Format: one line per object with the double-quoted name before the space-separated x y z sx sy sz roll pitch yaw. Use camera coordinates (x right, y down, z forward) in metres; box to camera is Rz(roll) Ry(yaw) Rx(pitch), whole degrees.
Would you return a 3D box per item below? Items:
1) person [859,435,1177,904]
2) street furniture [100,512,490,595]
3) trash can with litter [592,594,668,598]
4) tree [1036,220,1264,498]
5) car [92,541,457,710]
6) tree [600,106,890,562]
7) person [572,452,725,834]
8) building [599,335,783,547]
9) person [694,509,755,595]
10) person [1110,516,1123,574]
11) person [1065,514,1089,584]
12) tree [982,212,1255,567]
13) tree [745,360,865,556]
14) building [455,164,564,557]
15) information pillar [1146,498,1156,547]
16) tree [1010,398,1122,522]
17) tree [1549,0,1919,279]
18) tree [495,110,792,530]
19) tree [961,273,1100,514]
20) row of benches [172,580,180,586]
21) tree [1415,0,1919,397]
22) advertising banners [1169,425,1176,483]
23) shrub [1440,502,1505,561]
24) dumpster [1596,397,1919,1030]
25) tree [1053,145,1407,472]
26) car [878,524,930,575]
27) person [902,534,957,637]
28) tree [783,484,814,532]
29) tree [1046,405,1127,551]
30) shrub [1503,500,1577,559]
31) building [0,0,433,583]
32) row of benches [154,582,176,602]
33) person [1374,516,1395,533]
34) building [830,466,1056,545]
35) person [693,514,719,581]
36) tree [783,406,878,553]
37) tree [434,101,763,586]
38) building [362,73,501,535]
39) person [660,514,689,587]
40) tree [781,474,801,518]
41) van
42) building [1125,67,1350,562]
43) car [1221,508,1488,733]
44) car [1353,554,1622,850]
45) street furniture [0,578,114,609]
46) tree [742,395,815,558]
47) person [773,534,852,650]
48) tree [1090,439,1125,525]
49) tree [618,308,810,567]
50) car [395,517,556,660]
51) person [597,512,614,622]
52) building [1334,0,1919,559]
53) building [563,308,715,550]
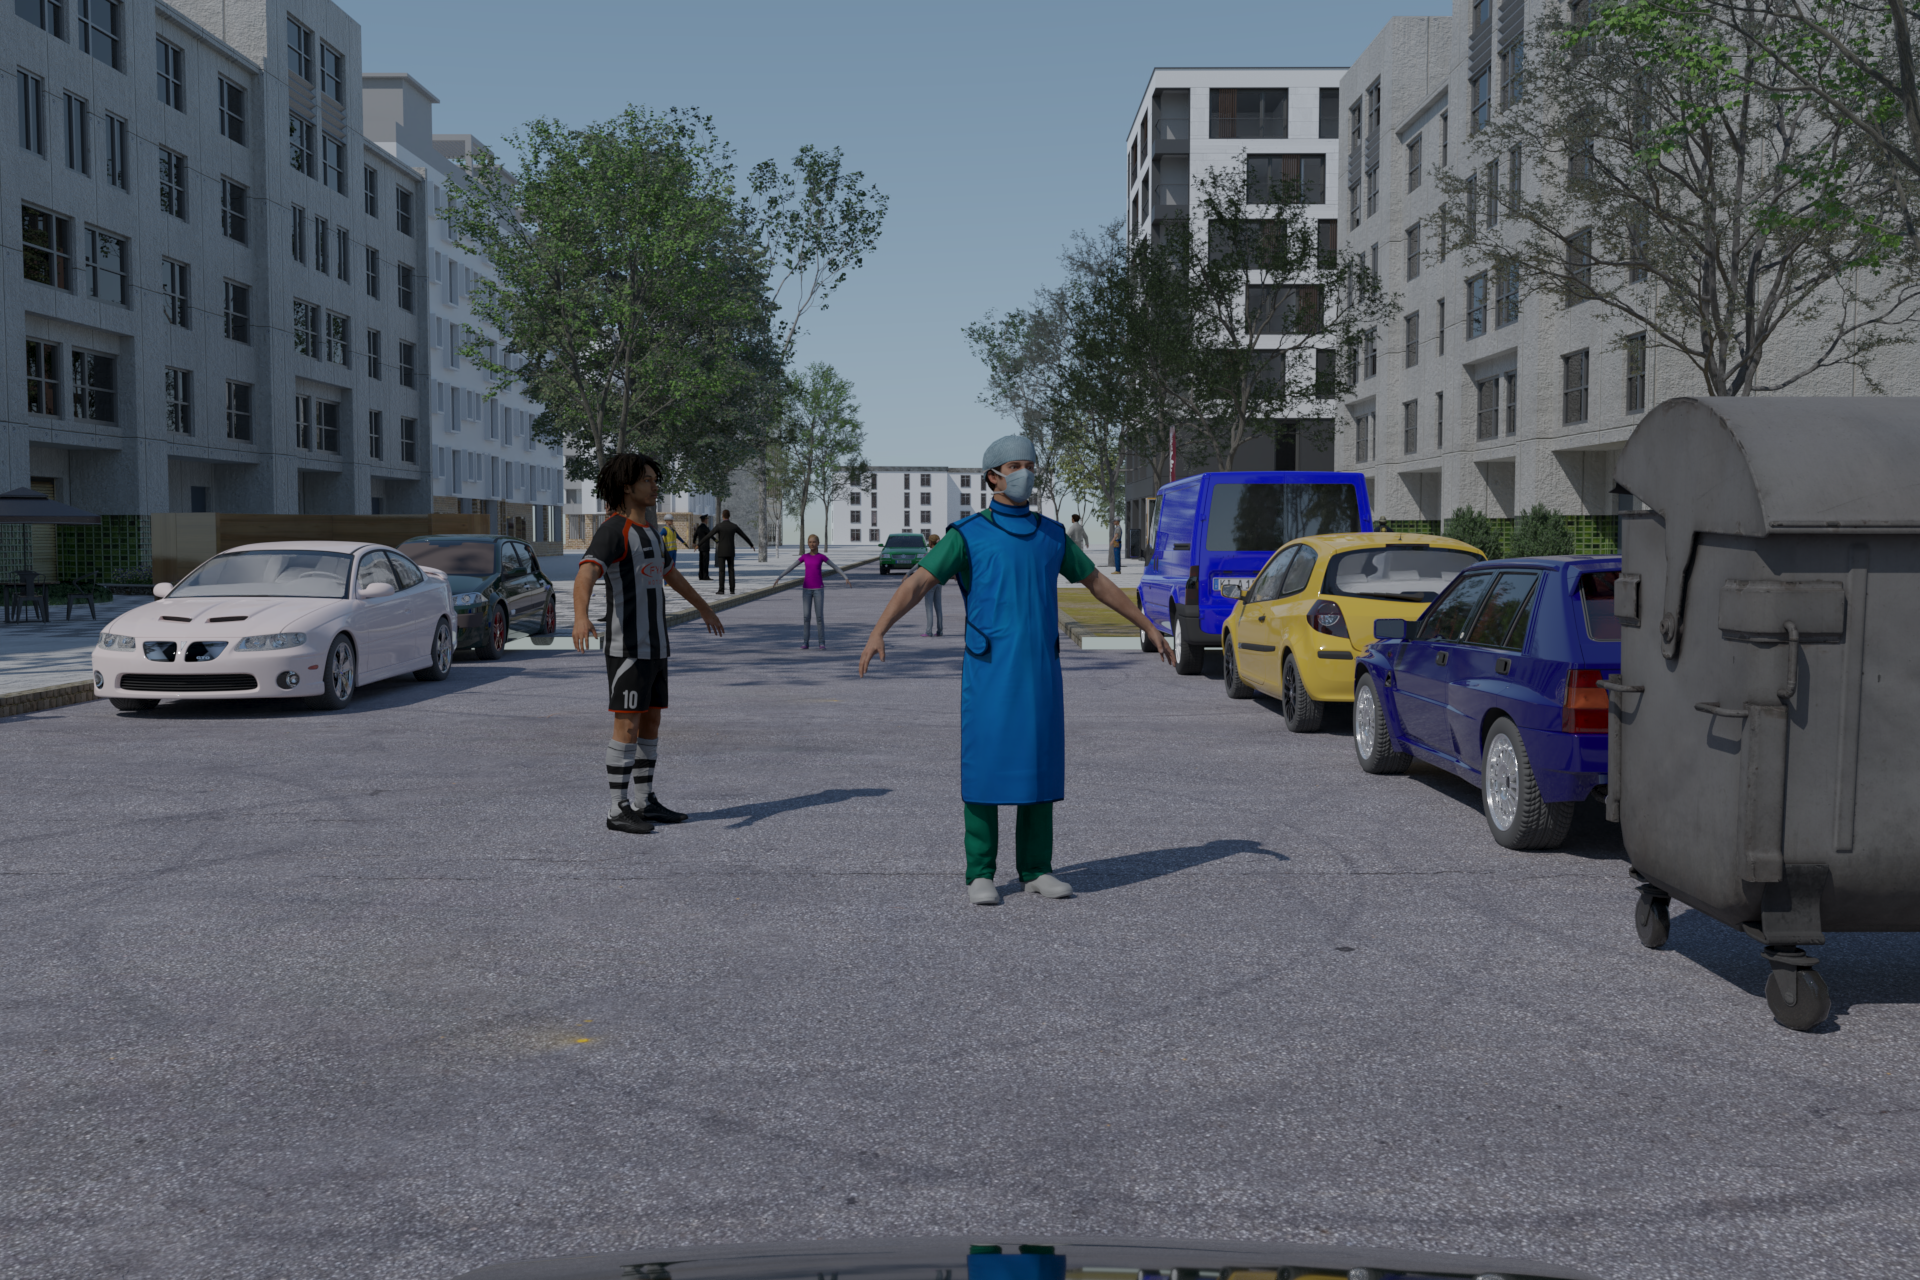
"person" 0.214 0.109 6.797 1.347 1.817 0.704 -1 4 -23
"street furniture" -14.063 -1.990 39.391 11.010 1.723 9.812 2 4 25
"trash can with litter" -6.679 -1.492 35.446 1.678 1.210 2.233 0 4 1
"tree" 5.784 -7.221 52.474 7.601 10.594 8.767 -1 4 -21
"car" -5.956 -0.198 15.595 2.083 1.381 4.827 0 3 0
"tree" -10.348 -13.616 78.518 12.611 20.169 13.585 0 3 0
"person" -1.552 0.011 8.427 0.704 1.843 1.345 1 4 19
"building" -28.835 -21.393 180.709 19.493 23.208 18.063 0 4 0
"person" -4.961 -1.865 36.712 1.346 1.802 0.704 -2 4 -25
"person" 5.003 -3.026 55.326 0.705 1.847 1.347 1 4 14
"person" 2.978 -2.377 45.051 0.705 1.806 1.347 3 5 41
"tree" 5.882 -9.595 67.241 12.009 13.543 11.850 0 3 0
"tree" -9.241 -10.827 102.781 9.928 11.665 9.643 0 3 0
"building" -28.516 -14.290 90.067 16.016 20.090 11.380 0 4 -1
"information pillar" 3.957 -1.889 35.385 0.304 2.012 0.304 0 4 0
"tree" 6.550 -10.952 113.482 8.767 10.594 7.601 1 4 11
"tree" 9.008 -5.466 15.120 9.928 11.665 9.643 0 3 0
"tree" -9.454 -8.942 52.862 9.857 13.997 8.962 0 3 0
"tree" 6.525 -16.554 126.550 12.611 20.169 13.585 0 3 0
"row of benches" -9.842 -0.661 26.264 1.422 0.672 4.104 3 4 38
"tree" 13.067 -7.271 29.246 12.009 13.543 11.850 0 3 0
"advertising banners" 3.400 -1.995 28.806 0.090 3.025 2.074 0 4 -1
"shrub" 11.810 -2.199 40.371 1.690 2.028 1.600 0 3 0
"dumpster" 3.112 0.168 5.468 1.865 1.857 1.264 0 4 0
"tree" 6.422 -6.619 42.633 8.767 10.594 7.601 0 4 7
"car" -1.939 -3.272 62.286 1.959 1.807 4.718 0 4 0
"person" -0.408 -0.760 24.156 0.991 1.433 0.599 -3 5 -42
"tree" -19.965 -16.443 219.203 4.360 8.622 3.978 0 3 0
"tree" 6.233 -8.385 87.464 4.737 8.622 4.395 0 3 0
"shrub" 12.789 -2.062 38.140 1.690 2.028 1.600 0 3 0
"building" -29.136 -11.363 52.242 16.747 18.905 31.486 0 4 0
"row of benches" -9.023 -0.443 22.707 4.104 0.672 1.422 2 4 32
"person" 13.200 -2.958 54.140 1.354 1.856 0.705 0 4 6
"building" -2.090 -16.567 215.469 28.070 9.664 9.099 0 4 -7
"person" -7.034 -2.561 47.812 0.705 1.837 1.347 -3 5 -42
"tree" -8.966 -11.312 119.356 7.601 10.594 8.767 -3 4 -36
"tree" -8.734 -7.171 42.995 9.928 11.665 9.643 0 3 0
"building" -27.733 -13.217 72.518 16.016 20.090 11.380 0 4 1
"person" -7.026 -2.193 42.320 0.721 1.772 1.216 2 4 27
"tree" -22.526 -17.003 212.413 7.601 10.594 8.767 0 4 -7
"van" 3.135 -0.909 19.251 2.240 2.365 5.245 0 3 0
"building" 22.581 -15.193 92.379 27.936 21.610 32.646 0 4 0
"car" 3.196 -0.227 13.933 2.015 1.641 3.980 0 4 -1
"car" 3.297 0.206 9.217 1.945 1.354 3.894 0 4 -1
"street furniture" -20.547 -0.879 29.991 10.072 0.657 5.734 0 4 2
"tree" -9.643 -8.601 90.986 4.360 8.622 3.978 0 3 0
"person" -1.825 -0.594 21.442 0.991 1.433 0.599 0 4 5
"tree" 21.241 -19.048 218.095 9.857 13.997 8.962 0 3 0
"tree" -9.486 -8.082 66.550 8.767 10.594 7.601 1 4 11
"car" -6.107 -0.683 20.951 2.009 1.686 4.222 0 4 0
"person" -5.064 -1.163 25.200 0.705 1.806 1.347 -3 5 -40
"building" 23.098 -11.362 52.226 16.747 18.905 31.486 0 4 0
"building" -27.396 -17.664 145.227 16.016 20.090 11.380 0 4 0
